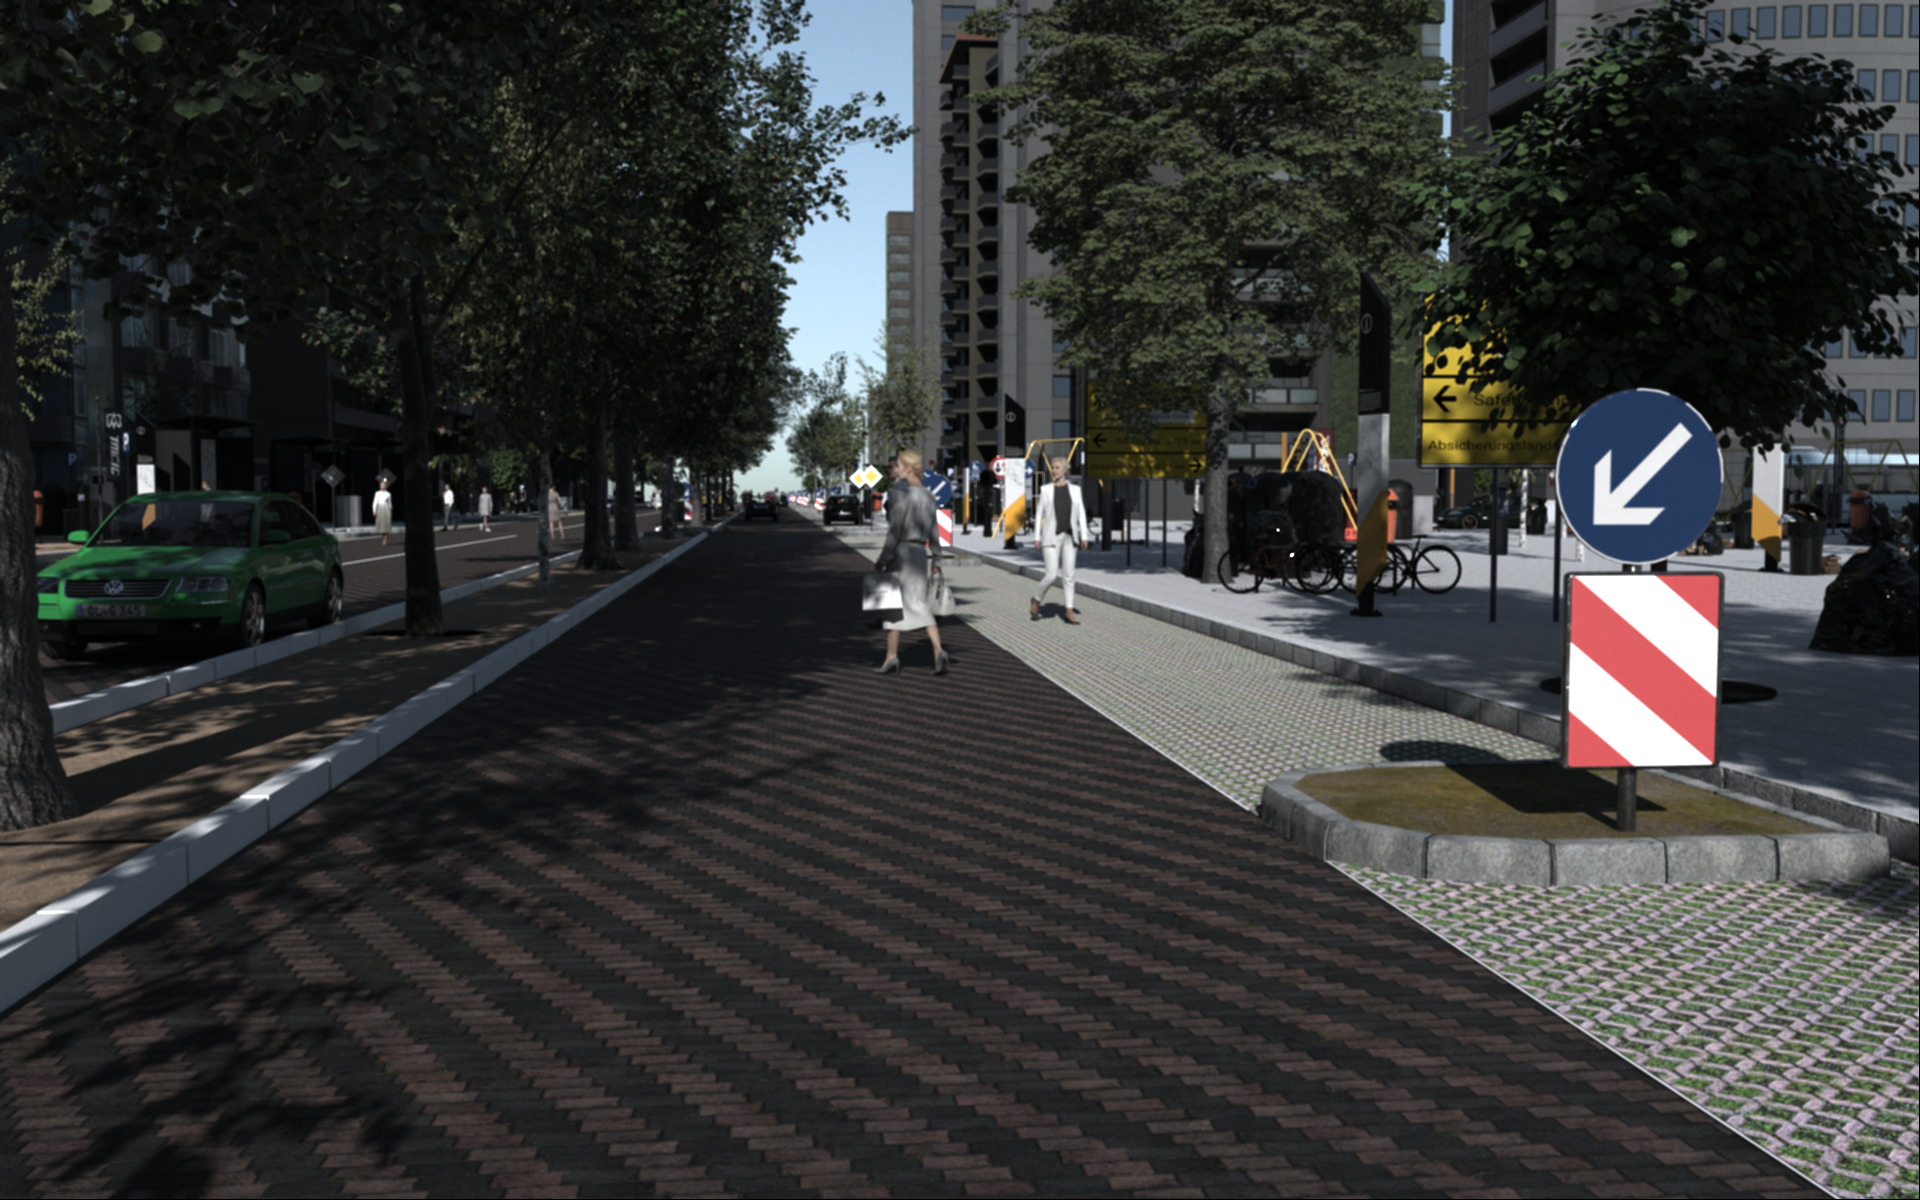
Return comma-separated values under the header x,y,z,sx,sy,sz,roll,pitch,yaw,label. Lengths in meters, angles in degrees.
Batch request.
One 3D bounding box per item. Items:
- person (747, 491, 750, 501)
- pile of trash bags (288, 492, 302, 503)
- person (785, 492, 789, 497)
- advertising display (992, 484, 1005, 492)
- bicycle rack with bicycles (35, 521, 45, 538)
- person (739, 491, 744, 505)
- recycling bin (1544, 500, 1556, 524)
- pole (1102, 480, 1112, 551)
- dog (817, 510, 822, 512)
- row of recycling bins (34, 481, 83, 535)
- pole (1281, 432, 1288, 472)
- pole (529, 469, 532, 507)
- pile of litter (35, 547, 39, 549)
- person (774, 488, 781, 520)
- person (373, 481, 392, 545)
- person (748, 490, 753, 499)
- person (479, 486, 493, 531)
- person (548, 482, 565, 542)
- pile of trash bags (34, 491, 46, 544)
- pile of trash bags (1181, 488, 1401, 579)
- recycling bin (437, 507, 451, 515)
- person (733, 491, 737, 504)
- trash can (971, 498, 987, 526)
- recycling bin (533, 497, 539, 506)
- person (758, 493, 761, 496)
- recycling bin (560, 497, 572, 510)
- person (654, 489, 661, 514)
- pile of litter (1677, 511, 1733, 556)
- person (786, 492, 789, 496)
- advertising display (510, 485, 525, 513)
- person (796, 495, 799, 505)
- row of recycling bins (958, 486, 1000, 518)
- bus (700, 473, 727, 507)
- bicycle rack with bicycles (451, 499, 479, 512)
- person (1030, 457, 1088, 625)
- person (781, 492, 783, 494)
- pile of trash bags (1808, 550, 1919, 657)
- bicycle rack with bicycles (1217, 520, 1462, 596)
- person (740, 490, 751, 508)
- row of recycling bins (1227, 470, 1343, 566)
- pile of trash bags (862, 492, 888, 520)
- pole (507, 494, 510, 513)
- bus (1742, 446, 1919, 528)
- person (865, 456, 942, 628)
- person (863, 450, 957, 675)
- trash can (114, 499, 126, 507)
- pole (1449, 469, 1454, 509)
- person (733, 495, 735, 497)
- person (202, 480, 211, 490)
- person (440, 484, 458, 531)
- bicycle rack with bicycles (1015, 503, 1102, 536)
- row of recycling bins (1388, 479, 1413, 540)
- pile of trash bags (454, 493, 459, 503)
x,y,z,sx,sy,sz,roll,pitch,yaw,label
-23.553,-11.277,193.555,0.721,1.739,1.217,0,4,3,person
-26.123,-3.464,66.389,1.912,1.369,3.447,0,4,2,pile of trash bags
-27.143,-15.869,268.675,1.217,1.735,0.721,0,4,-4,person
2.602,-6.588,112.923,0.974,1.923,0.123,0,4,1,advertising display
-28.156,-2.216,49.617,2.925,0.926,2.852,-1,4,-10,bicycle rack with bicycles
-29.552,-13.917,235.974,1.348,1.831,0.705,1,4,23,person
25.203,-3.751,73.890,0.722,1.027,0.722,1,4,9,recycling bin
3.308,-2.762,39.000,0.158,3.312,0.155,0,3,0,pole
-11.173,-7.334,136.744,0.800,0.831,0.513,-2,4,-30,dog
-28.848,-2.896,54.463,3.534,1.692,1.069,0,4,7,row of recycling bins
10.719,-3.879,57.266,0.158,3.312,0.155,0,3,0,pole
-34.479,-8.879,139.008,0.158,3.312,0.155,0,3,0,pole
-22.111,-1.579,39.774,1.719,0.858,1.176,-2,4,-33,pile of litter
-10.169,-5.368,96.491,0.478,1.798,0.641,-2,4,-29,person
-16.186,-2.441,48.638,0.478,1.798,0.641,0,4,0,person
-22.479,-10.915,186.598,0.705,1.869,1.348,-3,4,-38,person
-18.357,-3.525,66.889,0.760,1.731,0.466,3,4,39,person
-12.202,-2.648,52.128,0.599,1.781,0.374,0,4,-8,person
-24.967,-2.128,44.550,3.447,1.369,1.912,1,4,17,pile of trash bags
5.101,-1.055,27.007,3.447,1.369,1.912,1,4,16,pile of trash bags
-31.730,-5.748,106.535,0.722,1.027,0.722,-2,4,-29,recycling bin
-33.698,-15.376,259.881,0.705,1.826,1.348,1,4,20,person
0.793,-3.620,70.837,0.748,1.137,0.748,0,3,0,trash can
-33.420,-7.637,137.425,0.722,1.027,0.722,-3,5,-42,recycling bin
-33.381,-17.018,288.205,0.593,1.643,0.415,-2,4,-33,person
-31.643,-7.740,139.096,0.722,1.027,0.722,-3,5,-45,recycling bin
-21.920,-7.157,125.865,0.624,1.780,0.694,-2,4,-34,person
15.429,-1.376,36.464,1.719,0.858,1.176,-2,4,-34,pile of litter
-29.510,-17.674,298.178,1.217,1.736,0.721,-3,4,-38,person
-30.161,-6.896,117.961,0.974,1.923,0.123,-1,4,-15,advertising display
-21.343,-13.453,229.012,0.434,1.755,0.990,-2,4,-34,person
0.982,-5.392,95.273,1.069,1.692,3.534,-3,4,-37,row of recycling bins
-27.012,-12.125,189.797,2.896,3.916,12.252,0,4,-8,bus
-35.697,-6.734,123.478,2.925,0.926,2.852,-2,4,-25,bicycle rack with bicycles
1.073,-0.658,19.140,0.514,1.842,0.818,-2,4,-29,person
-22.835,-13.065,222.794,1.217,1.739,0.721,2,4,27,person
8.851,-0.268,14.134,3.447,1.369,1.912,-1,4,-21,pile of trash bags
5.094,-0.574,22.767,2.925,0.926,2.852,1,4,23,bicycle rack with bicycles
-20.193,-9.471,163.378,1.348,1.821,0.705,-2,4,-30,person
5.804,-1.500,31.633,1.069,1.692,3.534,-1,4,-20,row of recycling bins
-3.071,-4.572,84.504,3.447,1.369,1.912,3,5,42,pile of trash bags
-30.120,-7.439,115.469,0.158,3.312,0.155,0,3,0,pole
37.758,-4.483,68.150,13.247,3.499,2.948,0,4,-6,bus
-0.590,-0.603,18.465,0.850,1.850,0.679,1,4,14,person
-0.386,-0.294,13.656,0.694,1.780,0.624,-3,4,-37,person
-22.373,-2.143,46.695,0.748,1.137,0.748,0,3,0,trash can
20.646,-4.824,72.717,0.158,3.312,0.155,0,3,0,pole
-37.776,-16.960,286.531,1.217,1.736,0.721,-2,4,-24,person
-19.749,-2.256,45.478,0.635,1.810,0.391,3,5,43,person
-19.900,-3.594,67.368,0.679,1.850,0.850,3,5,43,person
3.135,-2.503,54.310,2.925,0.926,2.852,0,4,7,bicycle rack with bicycles
12.659,-2.644,50.340,1.069,1.692,3.534,1,4,11,row of recycling bins
-39.087,-7.842,137.971,3.447,1.369,1.912,2,4,31,pile of trash bags
